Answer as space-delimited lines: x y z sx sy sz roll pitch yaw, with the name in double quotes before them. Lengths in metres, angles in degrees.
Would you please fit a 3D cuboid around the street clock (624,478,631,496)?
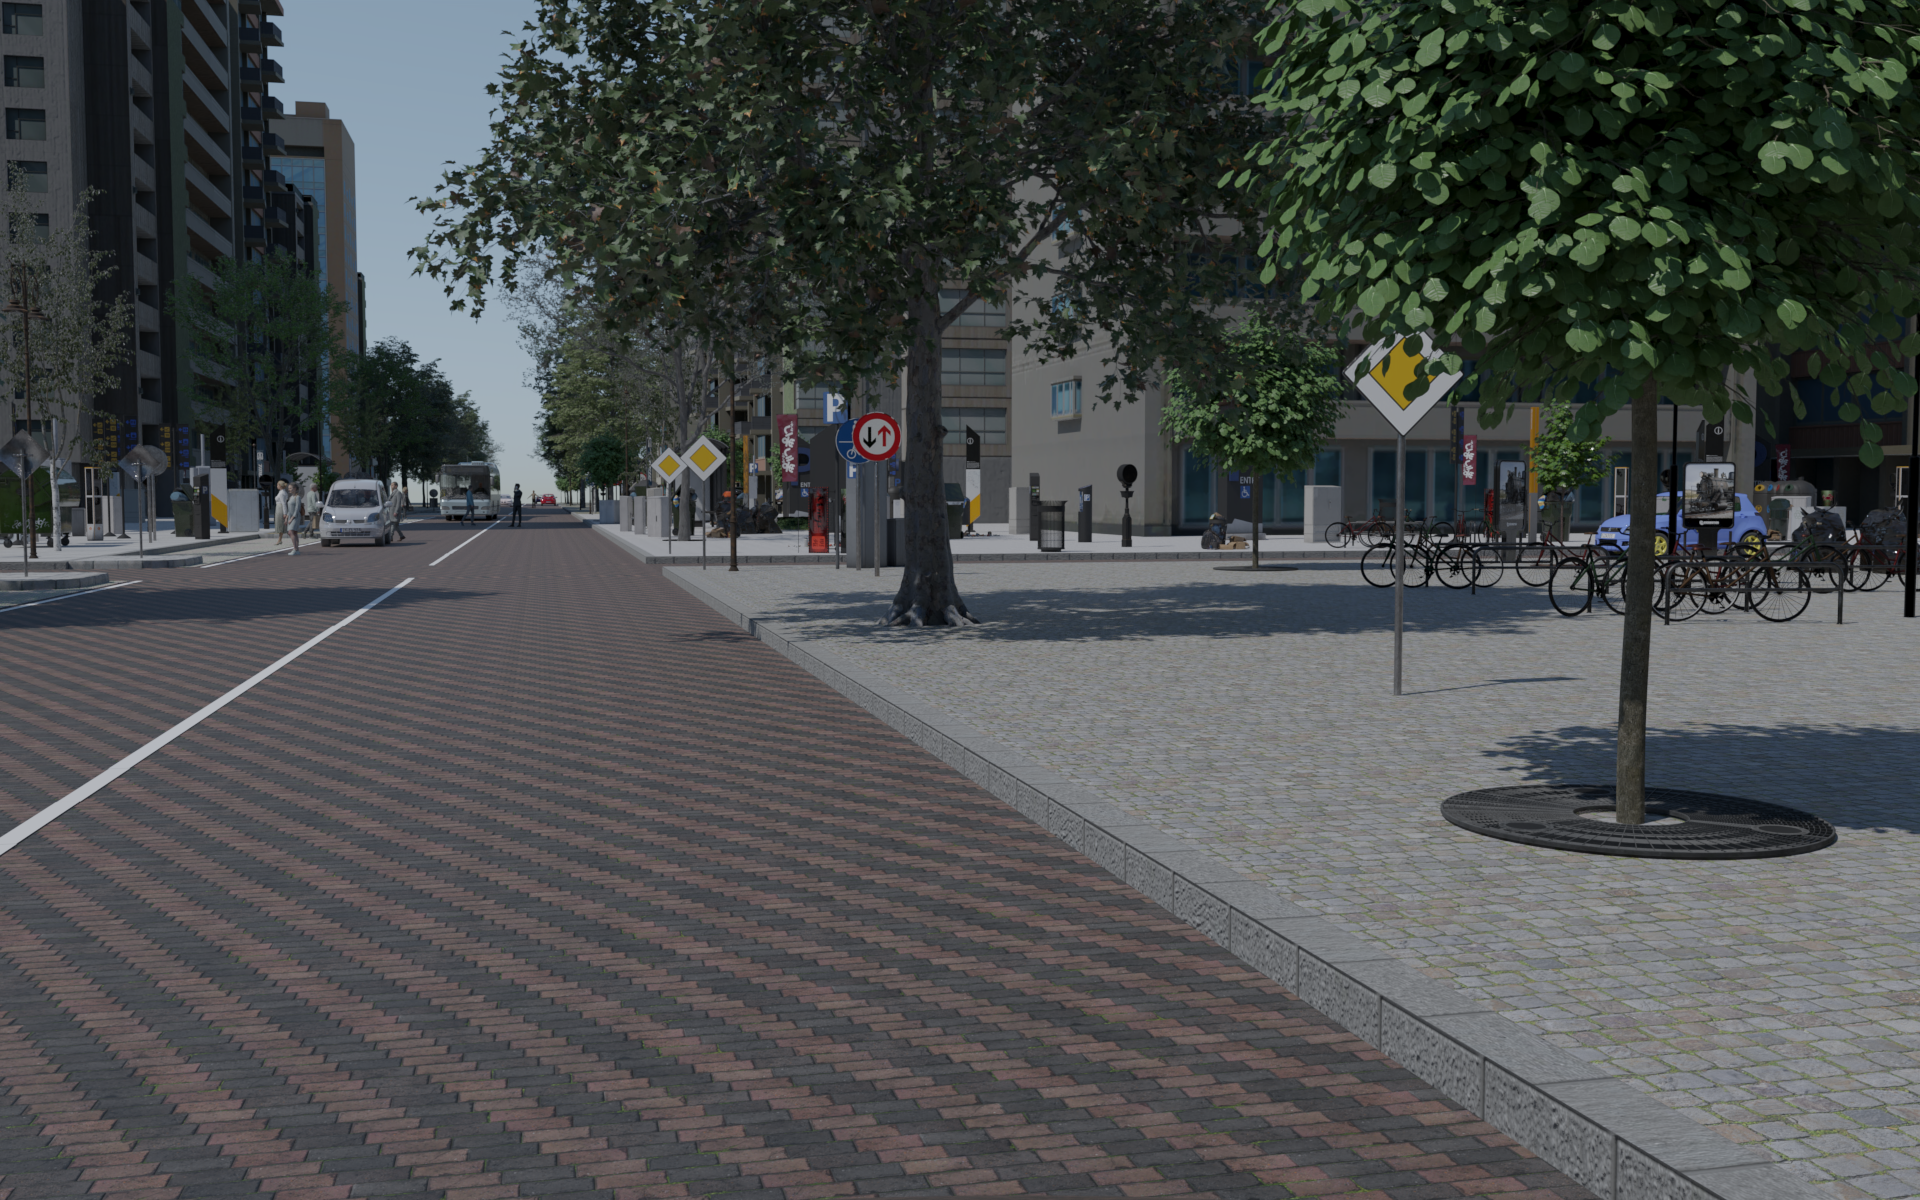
"street clock" -14.532 -4.366 75.947 0.358 2.002 0.471 -1 4 -17

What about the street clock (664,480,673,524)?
"street clock" -12.492 -4.272 74.411 0.358 2.002 0.471 2 4 31

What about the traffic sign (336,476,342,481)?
"traffic sign" -35.995 -6.097 99.784 0.768 2.556 0.104 0 4 -8

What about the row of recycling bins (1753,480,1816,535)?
"row of recycling bins" 25.595 -2.854 53.779 1.069 1.692 3.534 0 4 7

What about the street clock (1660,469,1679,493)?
"street clock" 20.453 -2.778 49.989 0.471 2.002 0.358 2 4 34

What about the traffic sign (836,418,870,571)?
"traffic sign" -1.701 -1.767 28.992 0.768 2.556 0.104 -1 4 -10

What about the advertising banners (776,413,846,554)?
"advertising banners" -3.034 -2.524 37.460 2.074 3.025 0.090 1 4 21

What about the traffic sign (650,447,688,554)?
"traffic sign" -6.207 -2.040 37.000 0.795 2.450 0.064 -1 4 -14

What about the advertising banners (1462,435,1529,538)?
"advertising banners" 15.621 -3.332 50.673 2.074 3.025 0.090 2 4 31

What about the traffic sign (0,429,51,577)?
"traffic sign" -14.484 -1.417 26.809 0.795 2.450 0.064 -1 4 -14

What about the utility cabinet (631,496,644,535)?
"utility cabinet" -10.230 -2.701 55.324 0.306 1.237 1.020 0 4 -6

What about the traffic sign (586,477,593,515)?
"traffic sign" -22.716 -6.533 106.922 0.768 2.556 0.104 0 4 -5

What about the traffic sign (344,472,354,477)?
"traffic sign" -34.943 -6.068 99.310 0.768 2.556 0.104 0 4 -7

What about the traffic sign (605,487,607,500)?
"traffic sign" -19.840 -5.935 97.140 0.768 2.556 0.104 0 4 -6

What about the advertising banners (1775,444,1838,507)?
"advertising banners" 29.252 -3.897 59.906 2.074 3.025 0.090 3 5 41

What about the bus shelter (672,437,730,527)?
"bus shelter" -9.717 -4.322 64.592 2.014 3.302 5.546 -1 4 -14

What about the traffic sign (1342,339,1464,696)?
"traffic sign" 2.784 -0.598 10.957 0.795 2.450 0.064 0 4 -7

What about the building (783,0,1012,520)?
"building" -3.747 -25.611 102.333 14.154 41.232 14.086 -1 4 -14

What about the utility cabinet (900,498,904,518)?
"utility cabinet" -1.741 -3.576 67.143 1.173 1.500 0.318 -2 4 -30

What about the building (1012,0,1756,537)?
"building" 13.204 -26.870 63.033 21.600 48.544 21.300 -1 4 -14

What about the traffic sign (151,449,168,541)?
"traffic sign" -22.090 -2.895 47.437 0.768 2.556 0.104 0 4 -8

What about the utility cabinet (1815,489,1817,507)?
"utility cabinet" 31.102 -3.339 63.271 0.318 1.500 1.173 2 4 30

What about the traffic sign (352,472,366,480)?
"traffic sign" -33.921 -5.973 97.772 0.768 2.556 0.104 0 4 -7

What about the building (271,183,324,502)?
"building" -66.787 -23.681 158.890 14.160 30.474 14.107 -1 4 -14

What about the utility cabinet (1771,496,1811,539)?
"utility cabinet" 23.669 -2.336 49.357 0.306 1.237 1.020 -3 4 -36

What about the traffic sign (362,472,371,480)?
"traffic sign" -34.703 -6.165 100.909 0.768 2.556 0.104 0 4 -4

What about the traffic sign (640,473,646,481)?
"traffic sign" -18.490 -6.133 100.387 0.768 2.556 0.104 -1 4 -13

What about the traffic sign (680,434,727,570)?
"traffic sign" -4.327 -1.566 29.239 0.795 2.450 0.064 -1 4 -14

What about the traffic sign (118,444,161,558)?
"traffic sign" -16.364 -1.892 34.570 0.795 2.450 0.064 -1 4 -14

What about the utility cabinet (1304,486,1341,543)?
"utility cabinet" 9.548 -2.255 45.541 1.173 1.500 0.318 -3 5 -40

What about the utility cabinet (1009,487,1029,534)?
"utility cabinet" 2.000 -2.840 55.109 0.318 1.500 1.173 3 4 36

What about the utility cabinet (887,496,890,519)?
"utility cabinet" -2.845 -2.893 58.470 1.020 1.237 0.306 -3 5 -40

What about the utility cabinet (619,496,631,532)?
"utility cabinet" -11.516 -2.971 59.739 0.306 1.237 1.020 0 4 -4

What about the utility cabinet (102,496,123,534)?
"utility cabinet" -27.186 -2.717 55.581 0.306 1.237 1.020 -3 5 -43

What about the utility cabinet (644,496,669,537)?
"utility cabinet" -8.991 -2.474 51.603 0.306 1.237 1.020 -2 4 -33

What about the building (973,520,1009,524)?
"building" 4.216 -24.341 81.575 14.154 41.232 14.086 -1 4 -14

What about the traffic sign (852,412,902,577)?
"traffic sign" -1.289 -1.639 26.902 0.768 2.556 0.104 0 4 -5

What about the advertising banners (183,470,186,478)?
"advertising banners" -29.125 -4.201 64.877 0.090 3.025 2.074 -2 4 -29

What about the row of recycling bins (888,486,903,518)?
"row of recycling bins" -2.980 -5.194 92.039 1.069 1.692 3.534 1 4 19

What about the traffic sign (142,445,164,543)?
"traffic sign" -21.210 -2.764 45.303 0.768 2.556 0.104 -1 4 -12

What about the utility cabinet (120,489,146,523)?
"utility cabinet" -36.684 -4.160 76.698 1.173 1.500 0.318 1 4 14

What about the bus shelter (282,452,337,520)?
"bus shelter" -32.533 -5.671 86.643 2.014 3.302 5.546 -1 4 -14

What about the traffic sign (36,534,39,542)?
"traffic sign" -24.724 -2.827 46.323 0.768 2.556 0.104 -1 4 -10

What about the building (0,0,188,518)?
"building" -49.314 -19.524 90.923 14.160 30.474 14.107 -1 4 -14

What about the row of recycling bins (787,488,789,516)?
"row of recycling bins" -6.214 -4.315 77.667 3.534 1.692 1.069 2 4 25

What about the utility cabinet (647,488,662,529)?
"utility cabinet" -10.919 -3.249 61.800 0.318 1.500 1.173 -1 4 -22

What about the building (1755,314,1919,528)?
"building" 46.037 -25.329 68.753 28.867 44.769 22.147 -1 4 -14
